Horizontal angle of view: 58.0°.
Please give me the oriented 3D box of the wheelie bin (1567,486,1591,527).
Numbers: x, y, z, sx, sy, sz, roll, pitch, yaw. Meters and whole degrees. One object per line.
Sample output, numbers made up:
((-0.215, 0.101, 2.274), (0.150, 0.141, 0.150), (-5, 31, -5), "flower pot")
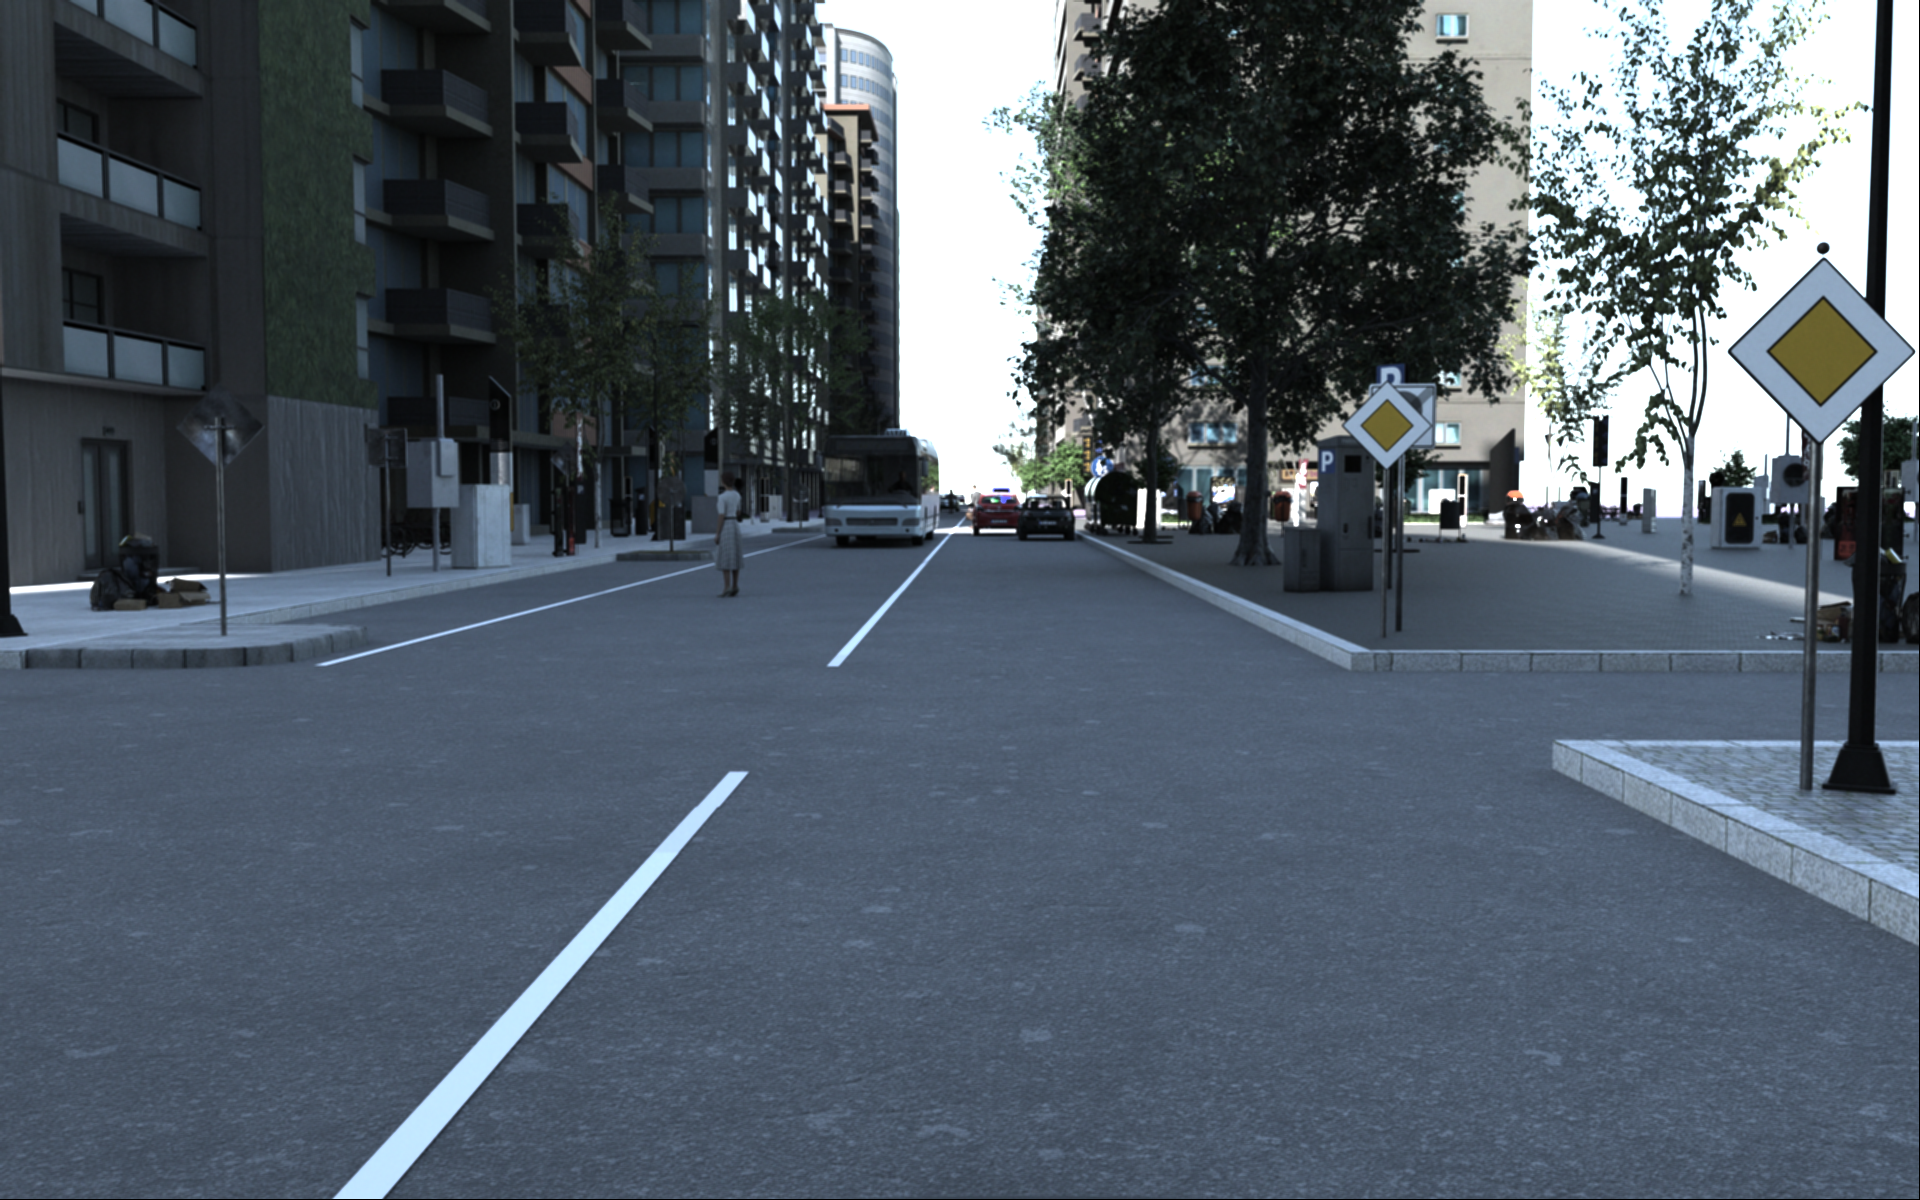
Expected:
((24.389, -3.689, 68.225), (0.693, 1.594, 0.980), (-2, 4, -29), "wheelie bin")

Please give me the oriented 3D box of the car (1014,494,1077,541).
((2.699, -2.735, 54.498), (2.009, 1.686, 4.222), (0, 4, 1), "car")

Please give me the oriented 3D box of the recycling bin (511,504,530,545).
((-11.241, -1.896, 43.553), (0.722, 1.027, 0.722), (0, 4, -4), "recycling bin")

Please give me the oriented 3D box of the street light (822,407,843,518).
((-6.923, -7.346, 92.649), (1.470, 5.913, 1.316), (0, 4, 1), "street light")

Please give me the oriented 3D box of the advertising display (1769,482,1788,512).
((42.311, -5.163, 89.632), (0.974, 1.923, 0.123), (1, 4, 9), "advertising display")

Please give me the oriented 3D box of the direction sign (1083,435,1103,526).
((5.116, -4.578, 66.852), (0.876, 3.537, 0.379), (-2, 4, -27), "direction sign")

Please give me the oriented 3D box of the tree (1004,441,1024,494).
((7.763, -17.736, 240.345), (4.360, 8.622, 3.978), (0, 3, 0), "tree")

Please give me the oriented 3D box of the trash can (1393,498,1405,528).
((16.520, -3.305, 65.691), (0.748, 1.137, 0.748), (0, 3, 0), "trash can")

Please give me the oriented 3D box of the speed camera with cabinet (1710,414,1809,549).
((18.772, -2.831, 40.624), (2.038, 3.252, 0.660), (0, 4, 2), "speed camera with cabinet")

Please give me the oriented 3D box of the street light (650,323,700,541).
((-7.747, -4.565, 47.171), (1.470, 5.913, 1.316), (0, 4, 1), "street light")

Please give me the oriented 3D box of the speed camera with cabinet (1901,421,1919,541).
((25.285, -3.204, 46.721), (2.038, 3.252, 0.660), (-1, 4, -14), "speed camera with cabinet")

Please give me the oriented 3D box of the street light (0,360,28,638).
((-8.084, -2.624, 15.447), (1.470, 5.913, 1.316), (0, 4, 1), "street light")

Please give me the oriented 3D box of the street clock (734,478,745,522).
((-9.994, -4.521, 78.481), (0.471, 2.002, 0.358), (2, 4, 26), "street clock")

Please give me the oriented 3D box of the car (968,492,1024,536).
((1.344, -3.168, 60.834), (2.155, 1.783, 4.494), (0, 4, 0), "car")

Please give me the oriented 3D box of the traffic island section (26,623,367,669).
((-6.681, 0.404, 15.670), (2.009, 0.180, 2.903), (0, 4, 1), "traffic island section")

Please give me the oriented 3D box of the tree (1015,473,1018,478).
((6.538, -10.255, 151.381), (4.285, 4.588, 4.351), (0, 3, 0), "tree")

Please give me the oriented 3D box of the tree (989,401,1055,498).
((6.585, -14.651, 173.951), (8.767, 10.594, 7.601), (2, 4, 27), "tree")

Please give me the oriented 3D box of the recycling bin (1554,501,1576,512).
((22.450, -3.172, 64.417), (0.722, 1.027, 0.722), (0, 4, 2), "recycling bin")

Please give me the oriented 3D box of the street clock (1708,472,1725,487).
((24.355, -3.132, 55.780), (0.471, 2.002, 0.358), (2, 4, 32), "street clock")

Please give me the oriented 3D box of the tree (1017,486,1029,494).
((8.205, -13.498, 215.287), (1.663, 3.219, 1.824), (0, 3, 0), "tree")

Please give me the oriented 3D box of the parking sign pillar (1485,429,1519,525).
((22.625, -5.108, 71.994), (1.447, 3.967, 1.447), (-2, 4, -26), "parking sign pillar")

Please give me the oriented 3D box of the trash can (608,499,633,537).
((-10.161, -2.459, 51.858), (0.748, 1.137, 0.748), (0, 3, 0), "trash can")

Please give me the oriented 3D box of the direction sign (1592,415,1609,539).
((18.484, -3.549, 50.031), (0.379, 3.537, 0.876), (0, 4, -8), "direction sign")

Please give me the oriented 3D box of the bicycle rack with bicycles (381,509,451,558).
((-12.149, -1.370, 35.777), (2.925, 0.926, 2.852), (0, 4, 4), "bicycle rack with bicycles")

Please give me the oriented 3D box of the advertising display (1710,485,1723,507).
((38.409, -5.037, 87.563), (0.974, 1.923, 0.123), (0, 4, -7), "advertising display")

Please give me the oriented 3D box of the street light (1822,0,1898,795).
((3.392, -2.132, 7.403), (1.470, 5.913, 1.316), (0, 4, 1), "street light")

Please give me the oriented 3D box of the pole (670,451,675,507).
((-13.654, -5.409, 82.285), (0.158, 3.312, 0.155), (0, 3, 0), "pole")

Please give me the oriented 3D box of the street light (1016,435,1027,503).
((5.356, -9.959, 135.364), (1.470, 5.913, 1.316), (0, 4, 1), "street light")

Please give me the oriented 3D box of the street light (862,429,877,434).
((-6.482, -9.286, 124.371), (1.470, 5.913, 1.316), (0, 4, 1), "street light")

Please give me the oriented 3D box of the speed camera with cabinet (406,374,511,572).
((-8.513, -2.148, 29.453), (0.660, 3.252, 2.038), (1, 4, 23), "speed camera with cabinet")

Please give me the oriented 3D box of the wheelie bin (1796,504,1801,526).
((34.263, -3.790, 69.874), (0.980, 1.594, 0.693), (-1, 4, -12), "wheelie bin")

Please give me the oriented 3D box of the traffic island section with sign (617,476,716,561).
((-6.354, -1.794, 37.954), (1.989, 1.847, 2.006), (0, 4, 1), "traffic island section with sign")

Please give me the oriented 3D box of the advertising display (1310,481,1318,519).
((18.137, -5.050, 87.783), (0.123, 1.923, 0.974), (-2, 4, -34), "advertising display")

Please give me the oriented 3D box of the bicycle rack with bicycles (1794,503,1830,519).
((33.067, -3.231, 66.217), (2.852, 0.926, 2.925), (0, 4, 4), "bicycle rack with bicycles")

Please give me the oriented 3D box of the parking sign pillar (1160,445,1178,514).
((10.515, -6.145, 88.935), (1.447, 3.967, 1.447), (3, 4, 37), "parking sign pillar")

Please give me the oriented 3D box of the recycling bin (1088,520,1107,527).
((5.451, -3.430, 68.632), (0.722, 1.027, 0.722), (0, 4, -2), "recycling bin")

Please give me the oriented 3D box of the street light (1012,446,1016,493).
((5.782, -11.899, 167.087), (1.470, 5.913, 1.316), (0, 4, 1), "street light")

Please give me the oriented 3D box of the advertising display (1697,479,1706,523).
((32.832, -4.371, 76.687), (0.123, 1.923, 0.974), (1, 4, 9), "advertising display")

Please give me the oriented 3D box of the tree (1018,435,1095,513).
((6.302, -6.849, 95.701), (4.285, 4.588, 4.351), (0, 3, 0), "tree")

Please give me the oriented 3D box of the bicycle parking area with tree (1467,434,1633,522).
((29.068, -6.009, 85.242), (9.016, 4.147, 8.231), (3, 4, 38), "bicycle parking area with tree")

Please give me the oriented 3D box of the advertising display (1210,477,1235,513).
((9.681, -3.585, 63.835), (0.974, 1.923, 0.123), (-1, 4, -19), "advertising display")

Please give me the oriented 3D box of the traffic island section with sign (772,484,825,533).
((-5.946, -3.442, 64.906), (1.989, 1.847, 2.006), (0, 4, 1), "traffic island section with sign")

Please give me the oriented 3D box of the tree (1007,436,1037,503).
((7.229, -15.554, 204.663), (4.737, 8.622, 4.395), (0, 3, 0), "tree")

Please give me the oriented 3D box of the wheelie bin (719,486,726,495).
((-9.867, -3.862, 71.052), (0.980, 1.594, 0.693), (-2, 4, -25), "wheelie bin")

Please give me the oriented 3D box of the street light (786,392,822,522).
((-7.229, -6.505, 78.892), (1.470, 5.913, 1.316), (0, 4, 1), "street light")

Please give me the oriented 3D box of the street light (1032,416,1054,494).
((4.987, -7.983, 103.055), (1.470, 5.913, 1.316), (0, 4, 1), "street light")
